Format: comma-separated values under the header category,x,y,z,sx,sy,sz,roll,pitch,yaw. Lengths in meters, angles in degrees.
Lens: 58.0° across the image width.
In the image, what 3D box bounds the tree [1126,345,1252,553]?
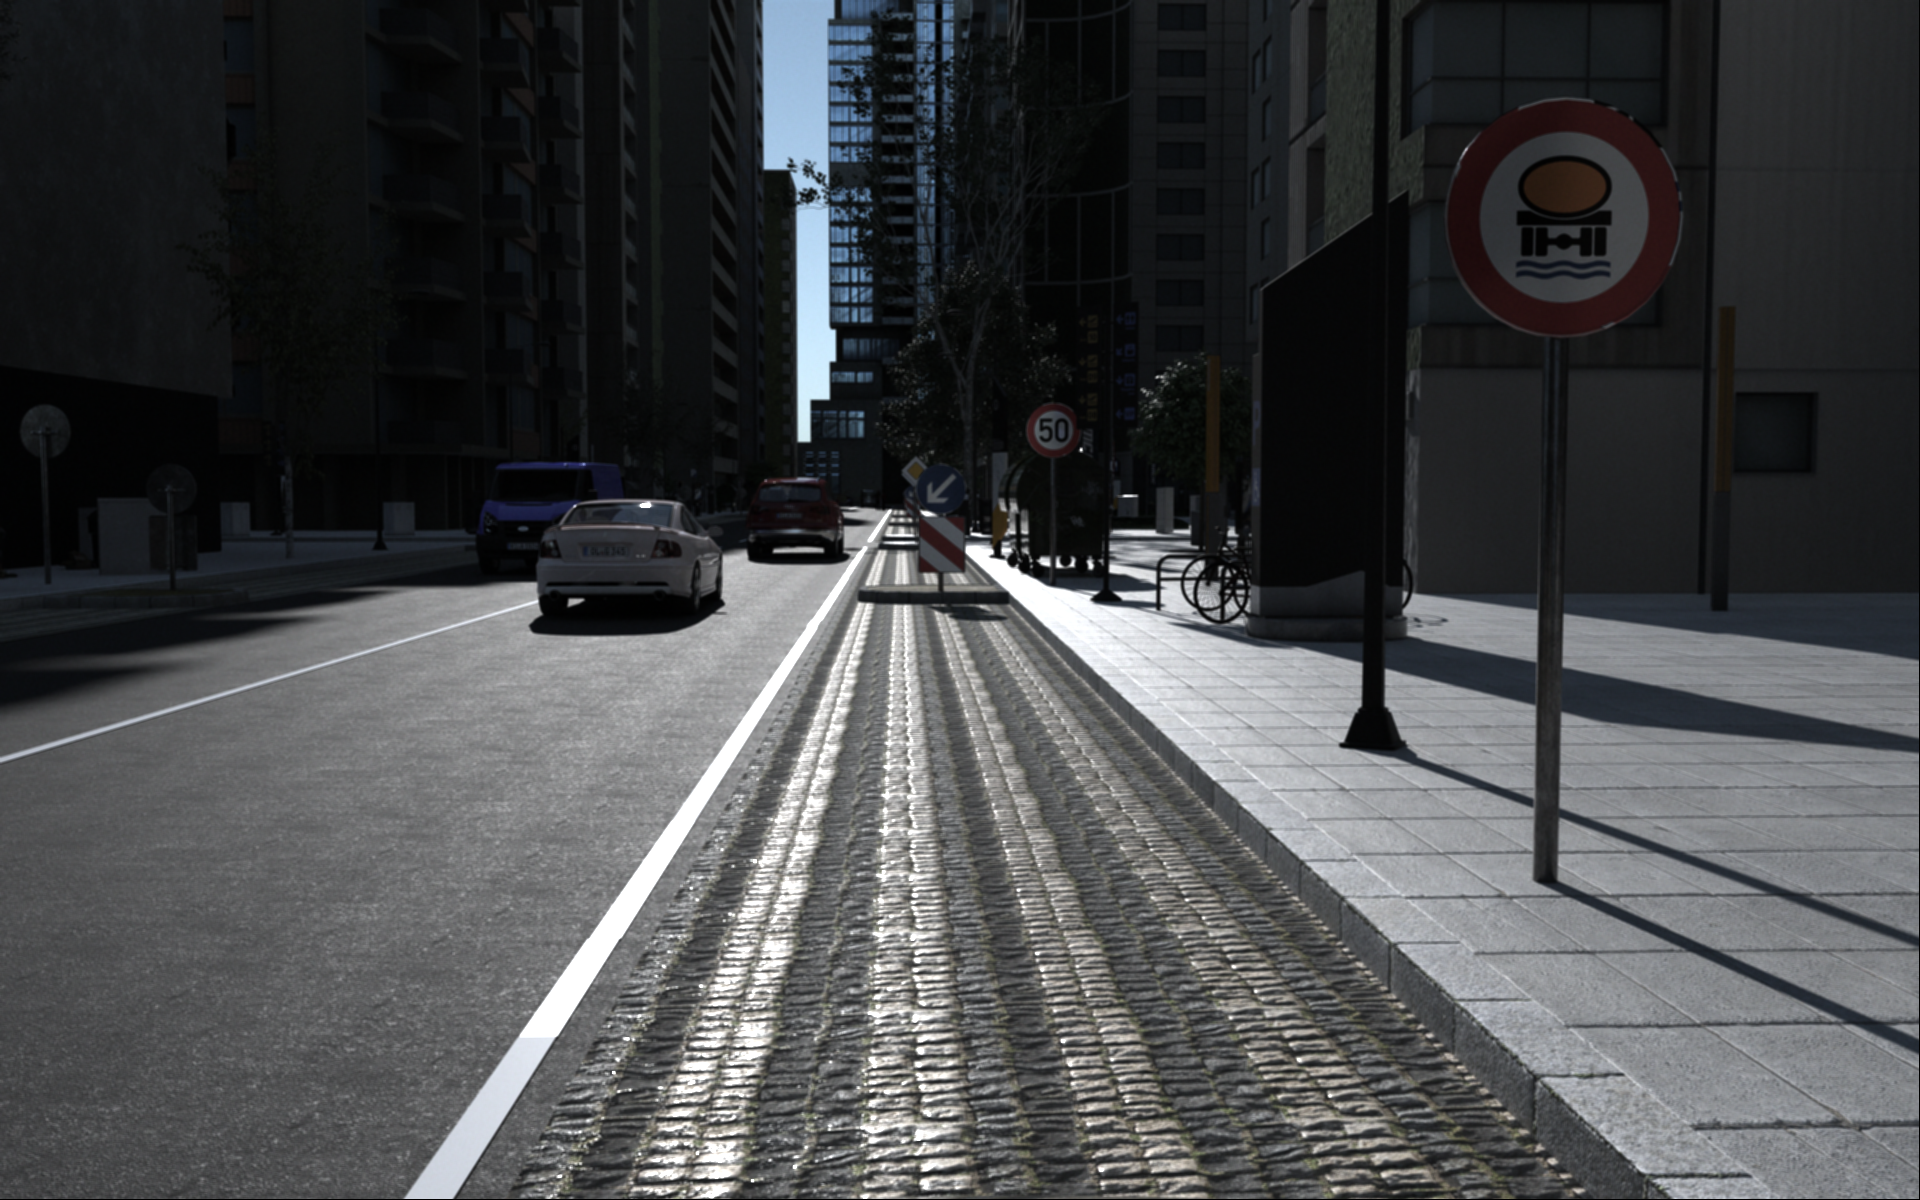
category,x,y,z,sx,sy,sz,roll,pitch,yaw
tree,5.386,-3.330,38.163,4.285,4.588,4.351,0,3,0

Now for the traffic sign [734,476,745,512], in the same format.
category,x,y,z,sx,sy,sz,roll,pitch,yaw
traffic sign,-15.961,-7.665,125.434,0.768,2.556,0.104,0,4,1

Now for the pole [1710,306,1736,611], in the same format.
category,x,y,z,sx,sy,sz,roll,pitch,yaw
pole,8.355,-1.537,18.967,0.158,3.312,0.155,0,3,0

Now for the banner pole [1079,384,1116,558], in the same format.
category,x,y,z,sx,sy,sz,roll,pitch,yaw
banner pole,2.706,-2.728,34.612,0.863,3.779,0.401,-1,4,-13

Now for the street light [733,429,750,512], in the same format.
category,x,y,z,sx,sy,sz,roll,pitch,yaw
street light,-15.604,-9.221,123.309,1.470,5.913,1.316,0,4,-2

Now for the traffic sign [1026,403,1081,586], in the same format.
category,x,y,z,sx,sy,sz,roll,pitch,yaw
traffic sign,1.307,-1.475,24.230,0.768,2.556,0.104,0,4,0

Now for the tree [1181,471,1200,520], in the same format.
category,x,y,z,sx,sy,sz,roll,pitch,yaw
tree,11.546,-5.491,84.387,1.663,3.219,1.824,0,3,0

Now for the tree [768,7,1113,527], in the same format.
category,x,y,z,sx,sy,sz,roll,pitch,yaw
tree,-0.701,-13.006,68.531,12.611,20.169,13.585,0,3,0

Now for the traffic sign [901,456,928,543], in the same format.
category,x,y,z,sx,sy,sz,roll,pitch,yaw
traffic sign,-1.148,-2.548,45.298,0.795,2.450,0.064,0,4,-2

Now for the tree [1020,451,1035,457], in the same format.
category,x,y,z,sx,sy,sz,roll,pitch,yaw
tree,2.187,-2.888,41.814,1.663,3.219,1.824,0,3,0

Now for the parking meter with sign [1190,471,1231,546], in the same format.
category,x,y,z,sx,sy,sz,roll,pitch,yaw
parking meter with sign,6.386,-2.903,43.726,0.543,3.016,1.738,2,4,33

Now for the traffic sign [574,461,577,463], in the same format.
category,x,y,z,sx,sy,sz,roll,pitch,yaw
traffic sign,-11.758,-3.016,52.948,0.795,2.450,0.064,0,4,-2

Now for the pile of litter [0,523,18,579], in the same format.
category,x,y,z,sx,sy,sz,roll,pitch,yaw
pile of litter,-15.145,-0.771,26.576,1.176,0.858,1.719,-2,4,-29

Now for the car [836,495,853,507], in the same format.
category,x,y,z,sx,sy,sz,roll,pitch,yaw
car,-12.941,-11.135,194.635,1.945,1.354,3.894,0,4,-2

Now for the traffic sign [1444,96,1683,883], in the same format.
category,x,y,z,sx,sy,sz,roll,pitch,yaw
traffic sign,1.941,-0.340,5.668,0.768,2.556,0.104,0,3,0

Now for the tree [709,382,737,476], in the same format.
category,x,y,z,sx,sy,sz,roll,pitch,yaw
tree,-16.786,-9.963,113.257,4.360,8.622,3.978,0,3,0

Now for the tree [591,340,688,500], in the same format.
category,x,y,z,sx,sy,sz,roll,pitch,yaw
tree,-15.428,-8.082,82.498,4.360,8.622,3.978,0,3,0

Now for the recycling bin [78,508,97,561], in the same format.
category,x,y,z,sx,sy,sz,roll,pitch,yaw
recycling bin,-15.766,-1.192,32.051,0.722,1.027,0.722,1,4,16

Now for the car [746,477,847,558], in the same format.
category,x,y,z,sx,sy,sz,roll,pitch,yaw
car,-3.795,-1.940,40.400,2.281,1.827,5.304,0,4,-1

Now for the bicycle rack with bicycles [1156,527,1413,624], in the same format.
category,x,y,z,sx,sy,sz,roll,pitch,yaw
bicycle rack with bicycles,3.448,-0.304,18.354,2.925,0.926,2.852,-1,4,-14

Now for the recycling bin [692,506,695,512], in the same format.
category,x,y,z,sx,sy,sz,roll,pitch,yaw
recycling bin,-18.422,-6.693,121.984,0.722,1.027,0.722,-1,4,-22

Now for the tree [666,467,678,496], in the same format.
category,x,y,z,sx,sy,sz,roll,pitch,yaw
tree,-20.460,-7.749,121.296,1.663,3.219,1.824,0,3,0

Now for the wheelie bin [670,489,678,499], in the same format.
category,x,y,z,sx,sy,sz,roll,pitch,yaw
wheelie bin,-19.124,-6.662,116.834,0.980,1.594,0.693,3,5,42

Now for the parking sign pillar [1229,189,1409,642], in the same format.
category,x,y,z,sx,sy,sz,roll,pitch,yaw
parking sign pillar,3.306,-1.657,15.564,1.447,3.967,1.447,0,4,-2

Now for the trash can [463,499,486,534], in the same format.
category,x,y,z,sx,sy,sz,roll,pitch,yaw
trash can,-15.468,-2.665,55.231,0.748,1.137,0.748,0,3,0

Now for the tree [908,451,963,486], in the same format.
category,x,y,z,sx,sy,sz,roll,pitch,yaw
tree,-1.364,-7.745,110.350,4.285,4.588,4.351,0,3,0

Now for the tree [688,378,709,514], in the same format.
category,x,y,z,sx,sy,sz,roll,pitch,yaw
tree,-16.274,-8.758,93.557,4.360,8.622,3.978,0,3,0

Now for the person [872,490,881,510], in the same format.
category,x,y,z,sx,sy,sz,roll,pitch,yaw
person,-7.298,-8.915,154.390,1.348,1.807,0.705,-2,4,-29

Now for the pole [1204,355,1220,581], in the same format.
category,x,y,z,sx,sy,sz,roll,pitch,yaw
pole,3.731,-1.942,25.593,0.158,3.312,0.155,0,3,0

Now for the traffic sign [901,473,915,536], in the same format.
category,x,y,z,sx,sy,sz,roll,pitch,yaw
traffic sign,-1.419,-3.036,53.278,0.795,2.450,0.064,0,4,-2

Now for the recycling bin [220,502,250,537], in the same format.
category,x,y,z,sx,sy,sz,roll,pitch,yaw
recycling bin,-22.089,-2.449,52.600,0.722,1.027,0.722,2,4,24

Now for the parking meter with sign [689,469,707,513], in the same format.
category,x,y,z,sx,sy,sz,roll,pitch,yaw
parking meter with sign,-18.082,-7.566,119.968,0.543,3.016,1.738,-3,4,-36

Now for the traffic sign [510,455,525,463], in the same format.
category,x,y,z,sx,sy,sz,roll,pitch,yaw
traffic sign,-11.487,-2.528,44.968,0.795,2.450,0.064,0,4,-2

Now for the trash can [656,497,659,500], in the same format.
category,x,y,z,sx,sy,sz,roll,pitch,yaw
trash can,-17.478,-5.486,101.349,0.748,1.137,0.748,0,3,0

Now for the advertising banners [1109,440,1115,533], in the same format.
category,x,y,z,sx,sy,sz,roll,pitch,yaw
advertising banners,4.968,-3.723,57.057,0.090,3.025,2.074,0,4,-1

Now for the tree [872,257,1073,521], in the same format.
category,x,y,z,sx,sy,sz,roll,pitch,yaw
tree,0.644,-10.198,83.748,9.611,12.733,9.660,0,3,0

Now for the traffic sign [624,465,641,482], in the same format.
category,x,y,z,sx,sy,sz,roll,pitch,yaw
traffic sign,-14.556,-4.687,76.633,0.884,2.594,0.081,0,4,6

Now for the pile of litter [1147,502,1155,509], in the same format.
category,x,y,z,sx,sy,sz,roll,pitch,yaw
pile of litter,11.073,-5.287,100.400,1.719,0.858,1.176,1,4,18

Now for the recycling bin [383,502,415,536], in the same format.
category,x,y,z,sx,sy,sz,roll,pitch,yaw
recycling bin,-17.311,-2.501,53.443,0.722,1.027,0.722,-3,5,-43

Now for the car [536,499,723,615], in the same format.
category,x,y,z,sx,sy,sz,roll,pitch,yaw
car,-4.095,-0.584,21.903,2.083,1.381,4.827,0,4,-2

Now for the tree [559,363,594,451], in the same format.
category,x,y,z,sx,sy,sz,roll,pitch,yaw
tree,-22.123,-8.713,92.820,4.737,8.622,4.395,0,3,0

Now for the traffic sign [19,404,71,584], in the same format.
category,x,y,z,sx,sy,sz,roll,pitch,yaw
traffic sign,-12.989,-1.498,24.593,0.768,2.556,0.104,0,4,6

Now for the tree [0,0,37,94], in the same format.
category,x,y,z,sx,sy,sz,roll,pitch,yaw
tree,-13.491,-6.348,14.165,12.009,13.543,11.850,0,3,0

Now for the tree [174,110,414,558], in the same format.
category,x,y,z,sx,sy,sz,roll,pitch,yaw
tree,-13.147,-5.140,34.397,4.737,8.622,4.395,0,3,0

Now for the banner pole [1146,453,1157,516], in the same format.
category,x,y,z,sx,sy,sz,roll,pitch,yaw
banner pole,9.330,-5.795,84.761,0.863,3.779,0.401,3,5,42

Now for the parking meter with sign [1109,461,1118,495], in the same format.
category,x,y,z,sx,sy,sz,roll,pitch,yaw
parking meter with sign,7.659,-5.804,91.148,0.543,3.016,1.738,-1,4,-23

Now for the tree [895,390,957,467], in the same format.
category,x,y,z,sx,sy,sz,roll,pitch,yaw
tree,-1.687,-12.312,135.715,7.601,10.594,8.767,1,4,17

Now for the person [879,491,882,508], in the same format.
category,x,y,z,sx,sy,sz,roll,pitch,yaw
person,-8.100,-10.102,174.340,0.551,1.740,0.621,-1,4,-21

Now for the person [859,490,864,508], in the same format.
category,x,y,z,sx,sy,sz,roll,pitch,yaw
person,-10.209,-10.476,179.877,0.705,1.812,1.348,1,4,10

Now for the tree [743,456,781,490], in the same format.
category,x,y,z,sx,sy,sz,roll,pitch,yaw
tree,-16.990,-10.090,148.685,4.285,4.588,4.351,0,3,0

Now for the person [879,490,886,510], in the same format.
category,x,y,z,sx,sy,sz,roll,pitch,yaw
person,-6.725,-8.740,151.357,0.705,1.831,1.348,2,4,24

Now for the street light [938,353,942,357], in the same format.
category,x,y,z,sx,sy,sz,roll,pitch,yaw
street light,-0.033,-5.176,57.171,1.470,5.913,1.316,0,4,-2

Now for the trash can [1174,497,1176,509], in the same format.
category,x,y,z,sx,sy,sz,roll,pitch,yaw
trash can,12.408,-5.528,102.034,0.748,1.137,0.748,0,3,0

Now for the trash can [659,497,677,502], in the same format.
category,x,y,z,sx,sy,sz,roll,pitch,yaw
trash can,-15.166,-4.838,90.752,0.748,1.137,0.748,0,3,0

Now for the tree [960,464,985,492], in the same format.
category,x,y,z,sx,sy,sz,roll,pitch,yaw
tree,0.611,-6.087,94.122,1.663,3.219,1.824,0,3,0

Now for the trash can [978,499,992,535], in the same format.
category,x,y,z,sx,sy,sz,roll,pitch,yaw
trash can,0.901,-2.647,54.932,0.748,1.137,0.748,0,3,0
